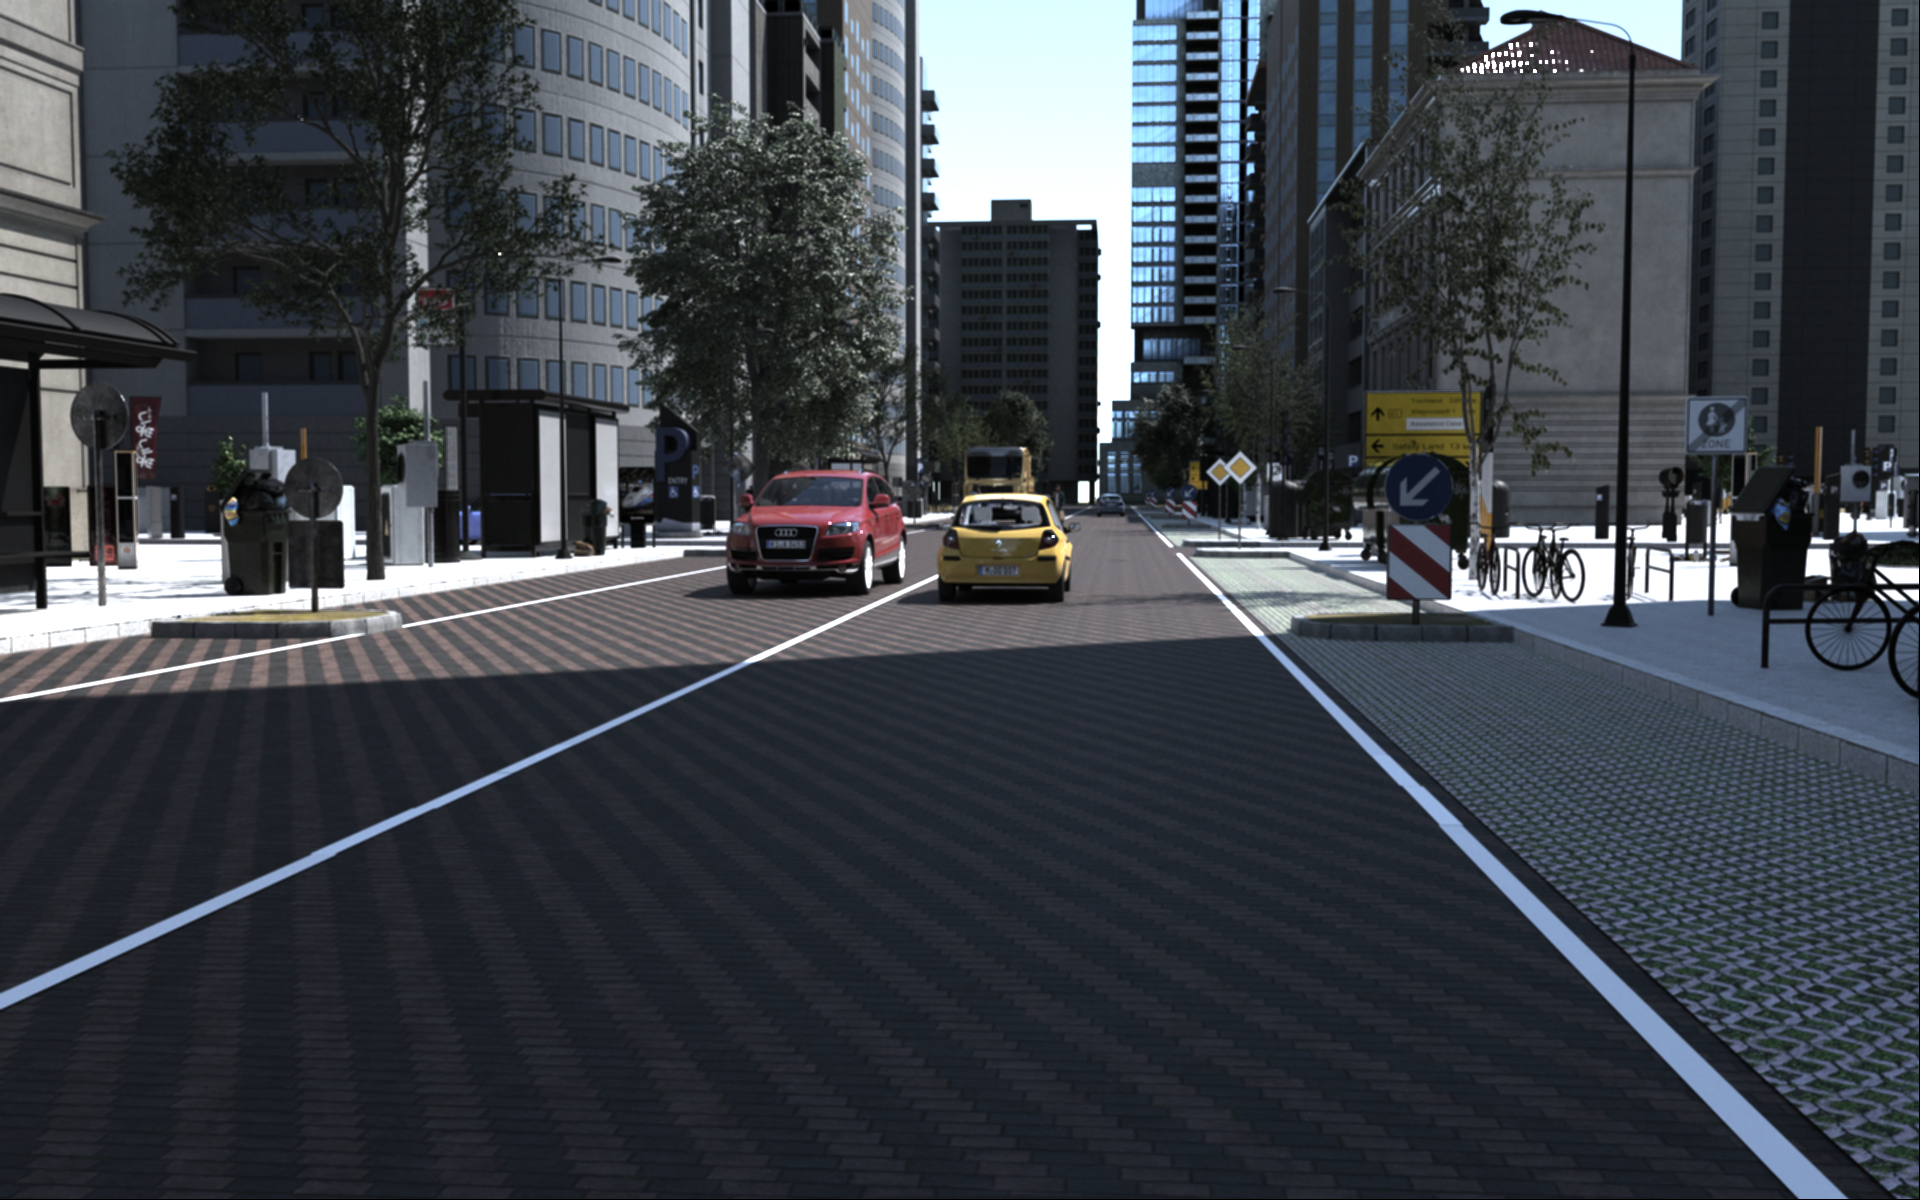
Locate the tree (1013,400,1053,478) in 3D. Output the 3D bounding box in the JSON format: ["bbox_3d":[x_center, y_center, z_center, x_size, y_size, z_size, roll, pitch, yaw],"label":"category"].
[{"bbox_3d":[6.963,-16.983,195.801,7.486,12.596,7.792,0,3,0],"label":"tree"}]

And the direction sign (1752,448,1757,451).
[{"bbox_3d":[39.081,-5.750,86.016,0.379,3.537,0.876,-3,4,-38],"label":"direction sign"}]

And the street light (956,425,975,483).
[{"bbox_3d":[0.284,-8.826,116.839,1.470,5.913,1.316,0,4,5],"label":"street light"}]

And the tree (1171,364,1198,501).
[{"bbox_3d":[13.232,-8.169,83.920,4.360,8.622,3.978,0,3,0],"label":"tree"}]

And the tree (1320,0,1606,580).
[{"bbox_3d":[7.558,-4.595,25.492,4.360,8.622,3.978,0,3,0],"label":"tree"}]

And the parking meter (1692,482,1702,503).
[{"bbox_3d":[35.243,-4.719,82.868,0.255,1.863,0.399,-1,4,-17],"label":"parking meter"}]

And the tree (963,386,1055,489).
[{"bbox_3d":[5.407,-16.340,184.174,9.611,12.733,9.660,0,3,0],"label":"tree"}]

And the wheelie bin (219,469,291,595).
[{"bbox_3d":[-8.973,-0.872,22.172,0.693,1.594,0.980,1,4,9],"label":"wheelie bin"}]

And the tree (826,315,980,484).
[{"bbox_3d":[-3.568,-9.348,87.249,8.767,10.594,7.601,0,3,0],"label":"tree"}]

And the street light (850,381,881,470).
[{"bbox_3d":[-3.938,-6.037,71.240,1.470,5.913,1.316,0,4,5],"label":"street light"}]

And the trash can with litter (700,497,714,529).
[{"bbox_3d":[-9.355,-3.172,63.253,0.624,1.170,1.055,-2,4,-27],"label":"trash can with litter"}]

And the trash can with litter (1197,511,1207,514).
[{"bbox_3d":[16.122,-6.244,113.152,2.233,1.210,1.678,3,5,44],"label":"trash can with litter"}]

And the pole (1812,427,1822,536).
[{"bbox_3d":[25.973,-3.586,52.470,0.158,3.312,0.155,0,3,0],"label":"pole"}]

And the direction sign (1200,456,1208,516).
[{"bbox_3d":[14.392,-6.746,102.296,0.379,3.537,0.876,3,4,38],"label":"direction sign"}]

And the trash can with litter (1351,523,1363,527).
[{"bbox_3d":[15.272,-3.522,68.636,1.678,1.210,2.233,-1,4,-16],"label":"trash can with litter"}]

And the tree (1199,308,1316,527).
[{"bbox_3d":[11.279,-7.196,68.016,4.737,8.622,4.395,0,3,0],"label":"tree"}]

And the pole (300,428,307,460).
[{"bbox_3d":[-20.228,-3.644,53.418,0.158,3.312,0.155,0,3,0],"label":"pole"}]

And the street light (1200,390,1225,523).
[{"bbox_3d":[11.455,-6.410,77.347,1.470,5.913,1.316,0,4,5],"label":"street light"}]

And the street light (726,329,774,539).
[{"bbox_3d":[-5.923,-4.670,48.895,1.470,5.913,1.316,0,4,5],"label":"street light"}]

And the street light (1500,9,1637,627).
[{"bbox_3d":[5.882,-2.704,16.745,1.470,5.913,1.316,0,4,5],"label":"street light"}]

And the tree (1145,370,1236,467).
[{"bbox_3d":[17.316,-12.001,130.622,7.601,10.594,8.767,-2,4,-25],"label":"tree"}]

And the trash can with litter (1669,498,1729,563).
[{"bbox_3d":[14.547,-1.364,33.361,2.233,1.210,1.678,-2,4,-27],"label":"trash can with litter"}]

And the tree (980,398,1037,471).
[{"bbox_3d":[4.076,-14.278,167.859,7.601,10.594,8.767,2,4,28],"label":"tree"}]

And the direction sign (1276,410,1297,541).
[{"bbox_3d":[8.843,-3.387,47.369,0.379,3.537,0.876,0,4,-2],"label":"direction sign"}]

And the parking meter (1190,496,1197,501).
[{"bbox_3d":[13.956,-5.820,103.572,0.372,1.533,0.369,0,3,0],"label":"parking meter"}]

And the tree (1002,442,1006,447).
[{"bbox_3d":[1.585,-11.822,143.644,4.737,8.622,4.395,0,3,0],"label":"tree"}]

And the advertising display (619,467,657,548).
[{"bbox_3d":[-7.681,-2.208,41.311,0.974,1.923,0.123,1,4,19],"label":"advertising display"}]

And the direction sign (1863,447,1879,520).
[{"bbox_3d":[44.384,-5.654,84.445,0.379,3.537,0.876,-1,4,-20],"label":"direction sign"}]

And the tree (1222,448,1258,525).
[{"bbox_3d":[11.916,-4.798,73.052,1.663,3.219,1.824,0,3,0],"label":"tree"}]

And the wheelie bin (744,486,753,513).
[{"bbox_3d":[-7.597,-3.432,64.025,0.693,1.594,0.980,2,4,28],"label":"wheelie bin"}]

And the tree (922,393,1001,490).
[{"bbox_3d":[-0.511,-10.578,123.304,4.737,8.622,4.395,0,3,0],"label":"tree"}]

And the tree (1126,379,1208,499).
[{"bbox_3d":[23.360,-17.582,194.123,9.857,13.997,8.962,0,3,0],"label":"tree"}]

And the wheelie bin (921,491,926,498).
[{"bbox_3d":[-2.808,-7.125,124.406,0.693,1.594,0.980,0,4,4],"label":"wheelie bin"}]

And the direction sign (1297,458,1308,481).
[{"bbox_3d":[21.745,-7.227,110.154,0.876,3.537,0.379,3,5,43],"label":"direction sign"}]

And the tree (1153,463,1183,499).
[{"bbox_3d":[20.605,-11.474,171.307,4.285,4.588,4.351,0,3,0],"label":"tree"}]

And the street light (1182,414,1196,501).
[{"bbox_3d":[13.542,-7.806,100.174,1.470,5.913,1.316,0,4,5],"label":"street light"}]

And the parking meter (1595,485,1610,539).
[{"bbox_3d":[18.328,-2.508,49.410,0.372,1.533,0.369,0,3,0],"label":"parking meter"}]

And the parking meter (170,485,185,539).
[{"bbox_3d":[-22.578,-2.541,49.952,0.372,1.533,0.369,0,3,0],"label":"parking meter"}]

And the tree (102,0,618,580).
[{"bbox_3d":[-8.888,-5.558,25.289,8.767,10.594,7.601,1,4,21],"label":"tree"}]

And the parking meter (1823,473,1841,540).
[{"bbox_3d":[24.521,-2.632,48.739,0.399,1.863,0.255,0,4,5],"label":"parking meter"}]

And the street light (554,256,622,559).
[{"bbox_3d":[-7.301,-3.761,34.031,1.470,5.913,1.316,0,4,5],"label":"street light"}]

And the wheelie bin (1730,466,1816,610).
[{"bbox_3d":[9.114,-0.706,19.450,0.693,1.594,0.980,-1,4,-10],"label":"wheelie bin"}]

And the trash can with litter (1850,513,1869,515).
[{"bbox_3d":[55.525,-5.784,105.629,1.678,1.210,2.233,-2,4,-32],"label":"trash can with litter"}]

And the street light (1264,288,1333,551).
[{"bbox_3d":[7.740,-4.072,39.112,1.470,5.913,1.316,0,4,5],"label":"street light"}]

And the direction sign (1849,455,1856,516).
[{"bbox_3d":[51.376,-6.583,99.628,0.379,3.537,0.876,3,4,37],"label":"direction sign"}]

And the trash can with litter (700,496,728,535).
[{"bbox_3d":[-7.572,-2.631,54.079,2.233,1.210,1.678,1,4,11],"label":"trash can with litter"}]

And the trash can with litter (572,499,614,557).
[{"bbox_3d":[-7.622,-1.499,35.898,0.624,1.170,1.055,0,4,8],"label":"trash can with litter"}]

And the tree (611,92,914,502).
[{"bbox_3d":[-6.386,-9.154,56.317,9.857,13.997,8.962,0,3,0],"label":"tree"}]

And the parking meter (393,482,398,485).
[{"bbox_3d":[-19.427,-3.292,59.532,0.399,1.863,0.255,2,4,24],"label":"parking meter"}]

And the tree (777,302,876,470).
[{"bbox_3d":[-5.424,-6.979,64.462,4.737,8.622,4.395,0,3,0],"label":"tree"}]

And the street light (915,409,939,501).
[{"bbox_3d":[-1.820,-7.403,93.573,1.470,5.913,1.316,0,4,5],"label":"street light"}]

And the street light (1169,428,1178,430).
[{"bbox_3d":[15.486,-9.173,122.523,1.470,5.913,1.316,0,4,5],"label":"street light"}]

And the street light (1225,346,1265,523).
[{"bbox_3d":[9.221,-5.004,54.361,1.470,5.913,1.316,0,4,5],"label":"street light"}]

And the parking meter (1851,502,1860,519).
[{"bbox_3d":[46.119,-5.103,89.138,0.255,1.863,0.399,0,4,-3],"label":"parking meter"}]

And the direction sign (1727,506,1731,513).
[{"bbox_3d":[51.497,-7.575,115.844,0.379,3.537,0.876,0,4,-7],"label":"direction sign"}]

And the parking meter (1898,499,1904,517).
[{"bbox_3d":[52.058,-5.507,95.746,0.255,1.863,0.399,0,4,7],"label":"parking meter"}]

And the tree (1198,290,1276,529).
[{"bbox_3d":[11.185,-6.910,63.344,4.360,8.622,3.978,0,3,0],"label":"tree"}]

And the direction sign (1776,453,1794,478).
[{"bbox_3d":[45.954,-6.394,96.540,0.876,3.537,0.379,3,4,39],"label":"direction sign"}]
